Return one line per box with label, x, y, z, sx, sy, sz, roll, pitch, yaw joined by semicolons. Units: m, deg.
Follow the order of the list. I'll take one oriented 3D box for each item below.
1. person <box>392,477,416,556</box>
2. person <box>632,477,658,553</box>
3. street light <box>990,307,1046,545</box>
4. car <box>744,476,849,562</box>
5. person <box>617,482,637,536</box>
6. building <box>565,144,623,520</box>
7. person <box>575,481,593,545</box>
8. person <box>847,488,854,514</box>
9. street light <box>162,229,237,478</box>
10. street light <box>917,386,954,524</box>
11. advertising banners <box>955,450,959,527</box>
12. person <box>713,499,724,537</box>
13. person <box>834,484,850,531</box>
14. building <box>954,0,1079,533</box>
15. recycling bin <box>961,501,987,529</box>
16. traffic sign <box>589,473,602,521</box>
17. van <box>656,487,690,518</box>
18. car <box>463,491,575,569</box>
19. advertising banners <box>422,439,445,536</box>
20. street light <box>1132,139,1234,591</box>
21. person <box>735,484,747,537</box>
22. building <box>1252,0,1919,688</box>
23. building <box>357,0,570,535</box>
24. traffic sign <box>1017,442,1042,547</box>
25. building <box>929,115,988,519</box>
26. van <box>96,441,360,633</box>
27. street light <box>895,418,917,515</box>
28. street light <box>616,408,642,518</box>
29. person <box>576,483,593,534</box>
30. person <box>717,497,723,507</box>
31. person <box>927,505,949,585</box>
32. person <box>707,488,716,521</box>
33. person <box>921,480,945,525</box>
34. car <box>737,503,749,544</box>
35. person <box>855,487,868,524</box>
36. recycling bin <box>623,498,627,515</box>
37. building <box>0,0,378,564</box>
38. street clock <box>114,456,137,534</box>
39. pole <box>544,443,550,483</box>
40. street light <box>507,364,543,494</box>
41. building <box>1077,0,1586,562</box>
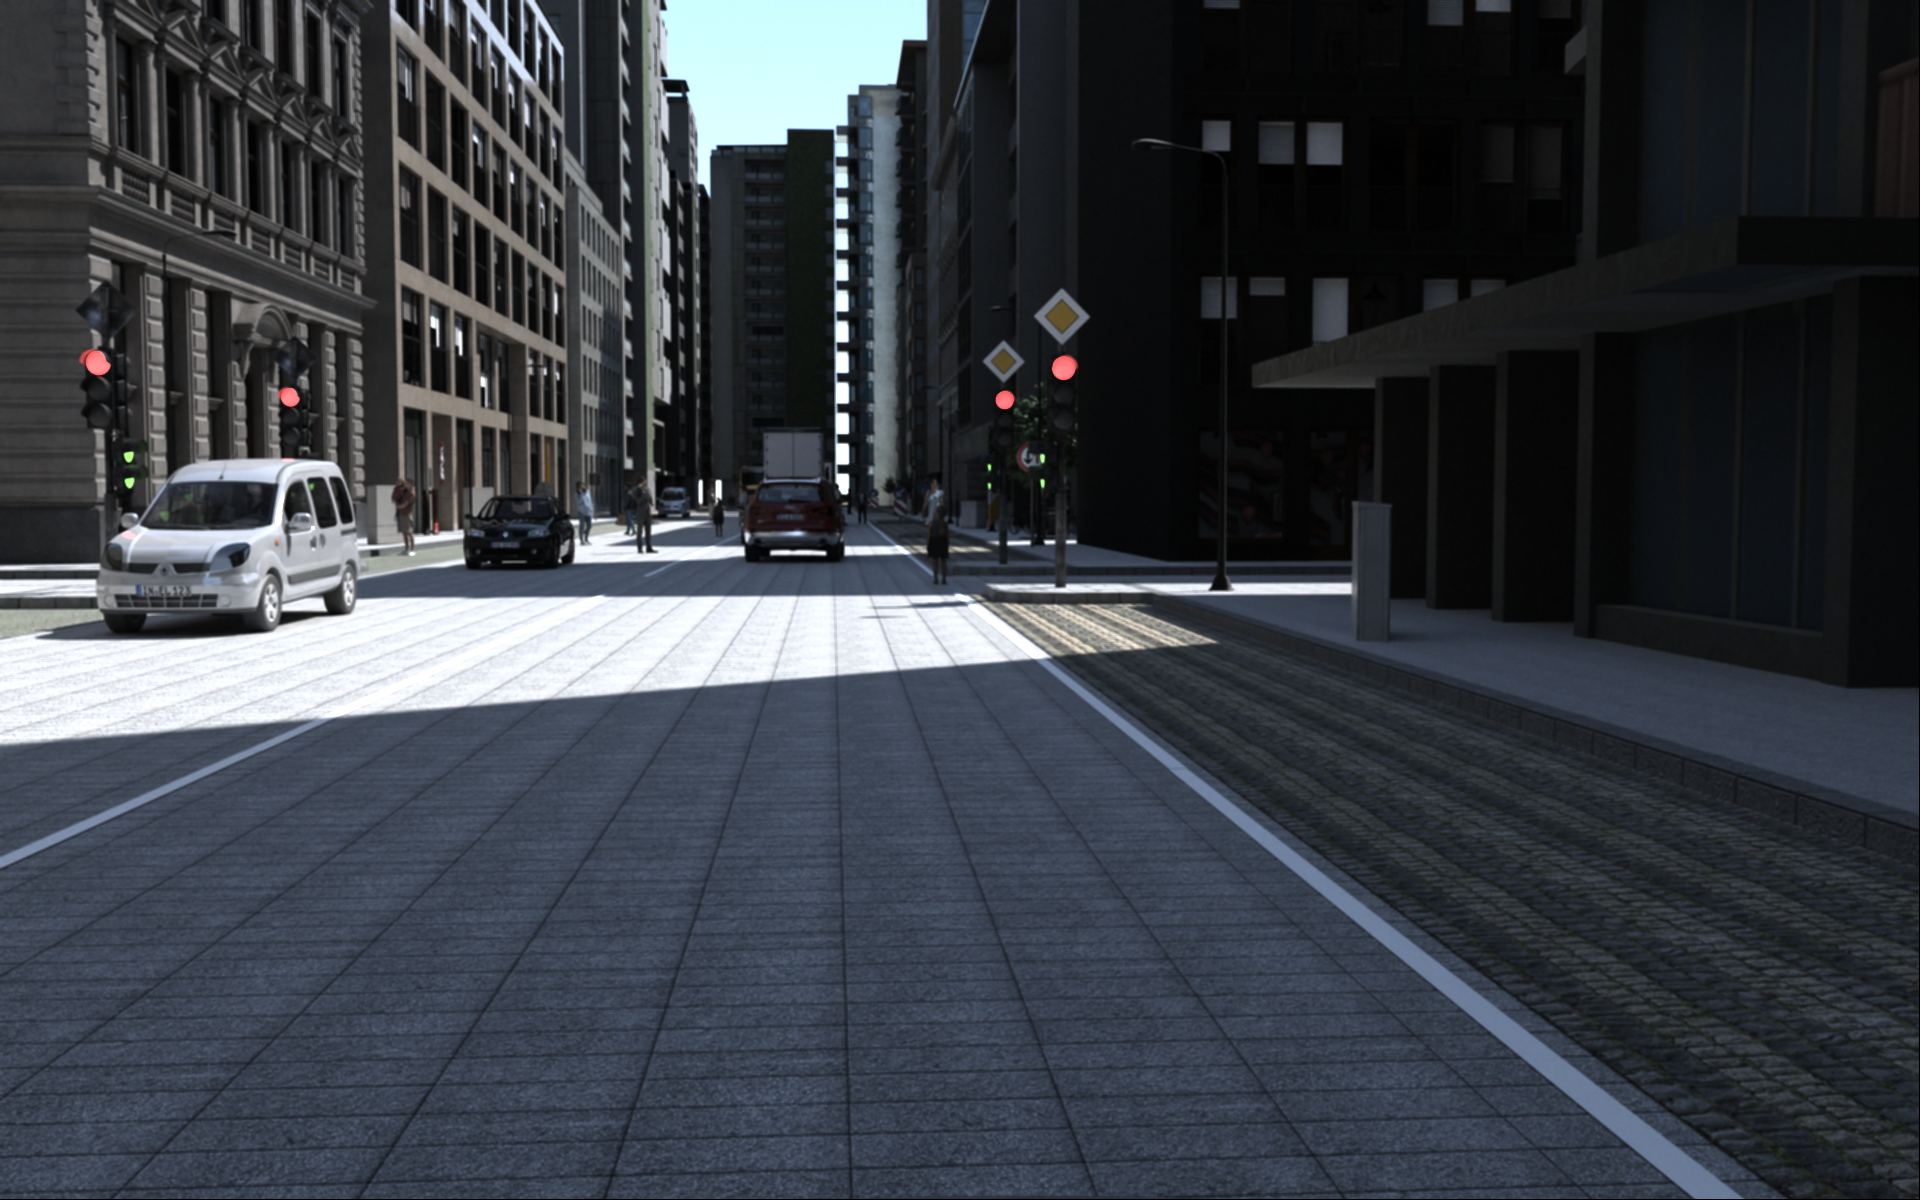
person;-12.890;-1.942;40.220;0.580;1.828;0.573;0;4;0
person;-7.607;-2.061;42.007;0.447;1.846;0.655;2;4;35
street light;1.442;-4.320;43.178;1.470;5.913;1.316;0;4;-4
car;-3.598;-1.805;38.191;2.281;1.827;5.304;0;4;-2
person;-11.277;-3.083;58.896;0.713;1.824;0.794;2;4;27
building;-24.611;-14.621;93.800;10.420;20.320;16.860;0;4;-4
person;-10.506;-2.424;48.394;0.793;1.790;0.793;0;4;3
person;-7.766;-6.956;122.194;0.705;1.831;1.348;-1;4;-23
street light;-13.381;-3.544;30.482;1.470;5.913;1.316;0;4;-4
street light;-0.964;-6.239;74.550;1.470;5.913;1.316;0;4;-4
advertising banners;-0.119;-4.394;68.035;0.090;3.025;2.074;0;4;-2
person;-8.063;-2.730;57.813;0.362;1.253;0.373;0;4;-2
person;-4.645;-3.592;67.075;0.795;1.843;0.661;0;4;6
building;7.882;-15.440;71.516;14.314;24.678;30.058;0;4;-4
recycling bin;0.532;-3.196;64.815;0.722;1.027;0.722;3;4;37
traffic sign;-17.432;-4.935;82.811;0.606;2.300;0.079;0;4;3
van;-17.023;-5.878;103.118;2.013;2.044;4.112;0;4;-5
car;-8.724;-1.508;34.448;2.009;1.686;4.222;0;4;-6
advertising banners;-16.496;-3.558;54.367;0.090;3.025;2.074;0;4;2
street light;2.947;-3.080;22.892;1.470;5.913;1.316;0;4;-4
person;-7.278;-2.968;57.601;0.524;1.755;0.480;1;4;9
building;15.633;-21.634;8.344;22.147;44.769;28.867;0;4;-4
building;-27.717;-16.095;67.672;19.350;26.468;34.151;0;4;-4
traffic sign;1.744;-2.543;41.684;0.768;2.556;0.104;0;4;-1
building;4.347;-16.396;96.953;11.050;23.489;19.941;0;4;-4
van;-8.031;-0.749;19.253;2.013;2.044;4.112;0;4;-3
street light;-3.248;-8.170;106.122;1.470;5.913;1.316;0;4;-4
street light;-17.802;-7.383;93.255;1.470;5.913;1.316;0;4;-4
person;-13.493;-3.267;61.940;0.581;1.822;0.654;1;4;21
person;-14.644;-5.655;105.644;0.352;1.250;0.332;-2;4;-27
person;-0.349;-0.872;27.432;0.362;1.253;0.373;0;4;-8
person;-13.139;-5.066;91.877;0.362;1.759;0.519;3;4;36
person;-0.704;-2.252;45.412;0.616;1.811;0.778;1;4;11
car;-5.527;-2.408;51.164;2.131;1.459;4.920;0;4;-6
person;-4.712;-4.551;83.302;0.661;1.777;0.834;-1;4;-19
recycling bin;-20.024;-5.667;105.202;0.722;1.027;0.722;-3;5;-40
building;-21.316;-12.919;40.096;11.050;23.489;19.941;0;4;-4
street clock;-14.886;-1.608;30.853;0.471;2.002;0.358;2;4;29
pole;-16.629;-4.647;69.817;0.158;3.312;0.155;0;3;0
street light;-15.553;-5.464;61.872;1.470;5.913;1.316;0;4;-4
building;11.369;-12.787;38.742;15.834;23.373;12.332;0;4;-4
